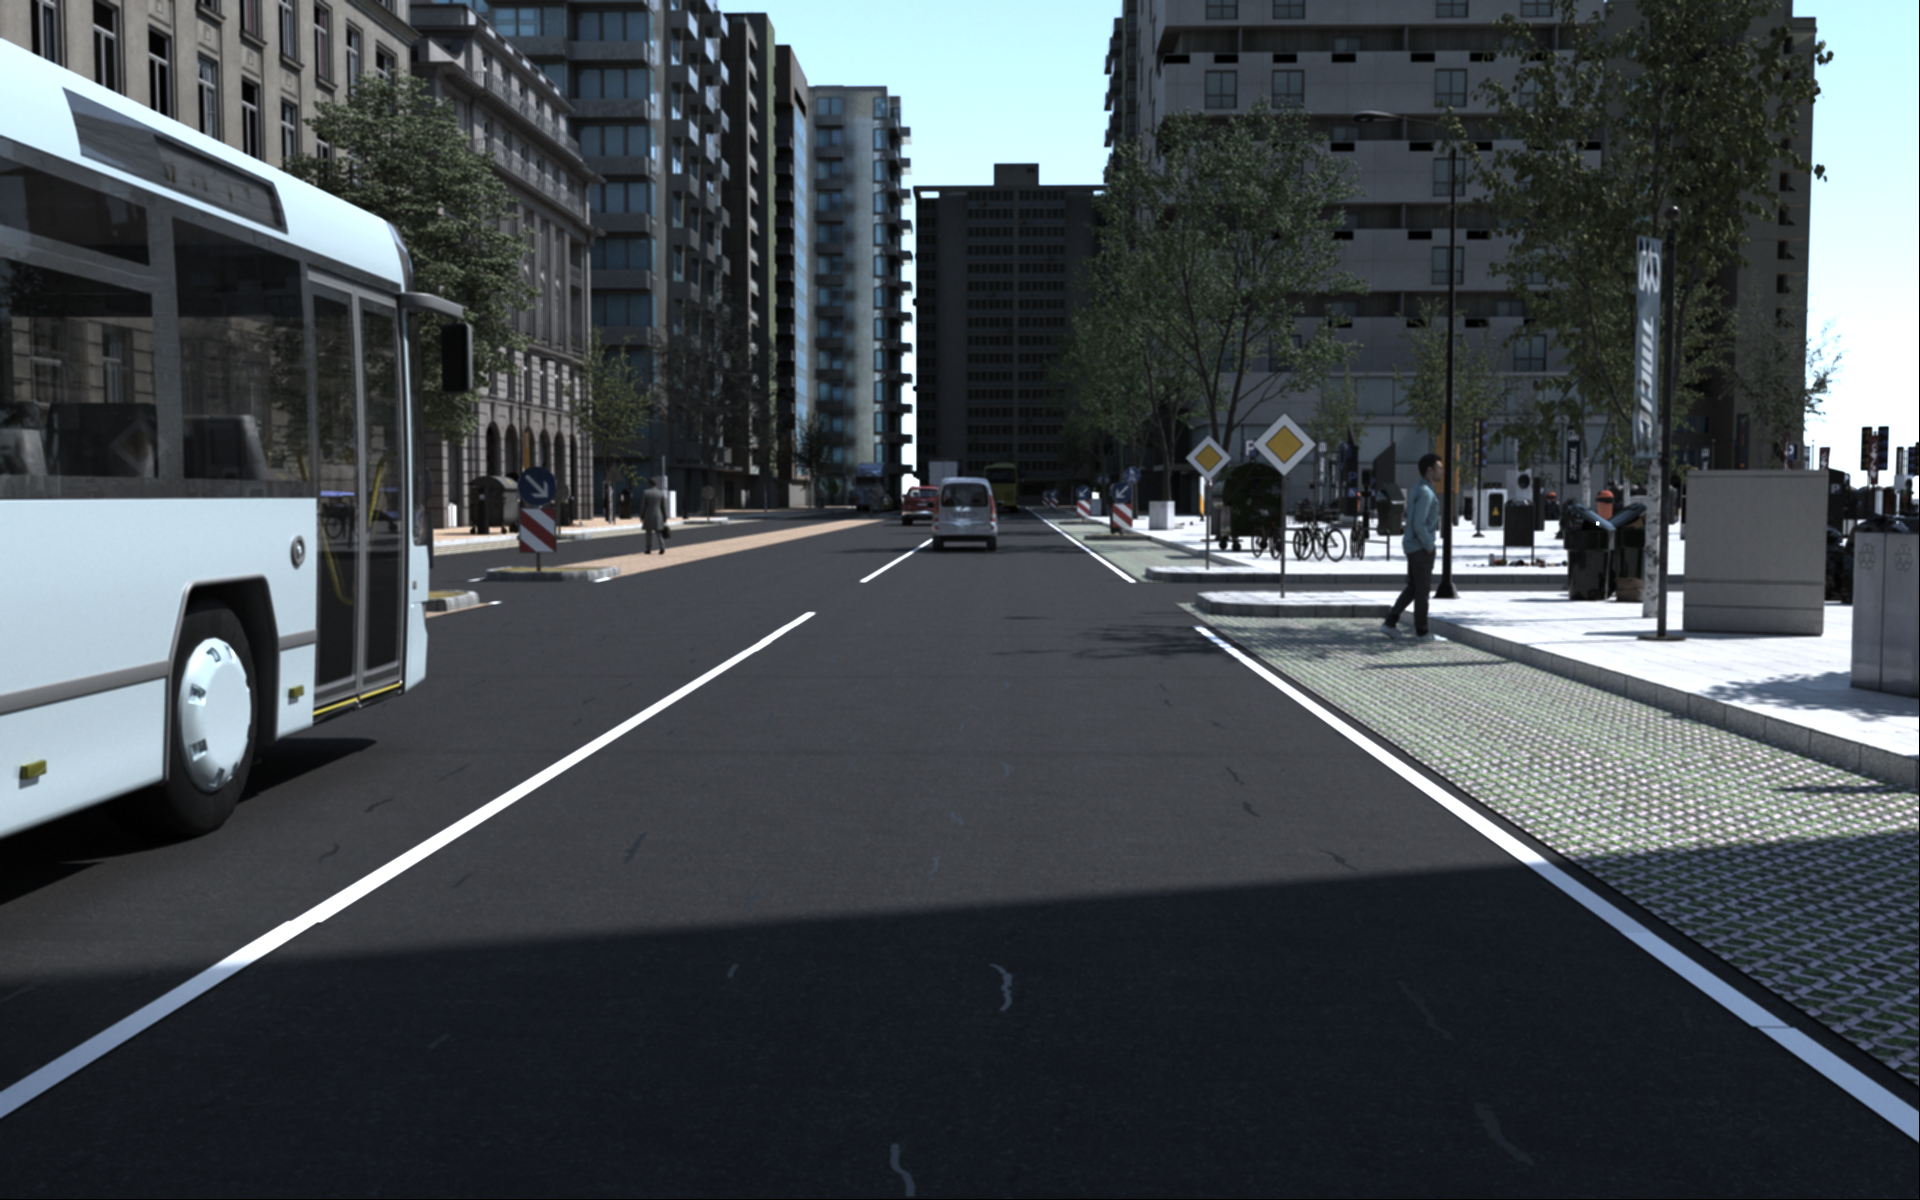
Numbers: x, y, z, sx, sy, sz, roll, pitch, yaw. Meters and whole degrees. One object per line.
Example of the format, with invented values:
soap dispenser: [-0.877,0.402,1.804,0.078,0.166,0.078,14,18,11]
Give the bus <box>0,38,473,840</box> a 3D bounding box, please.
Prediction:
bus: [-4.357,-0.585,4.417,2.948,3.499,13.247,0,3,0]

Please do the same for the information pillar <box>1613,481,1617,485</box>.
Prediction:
information pillar: [36.109,-5.582,95.749,0.304,2.012,0.304,3,4,38]

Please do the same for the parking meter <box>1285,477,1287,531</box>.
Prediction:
parking meter: [11.007,-3.287,59.453,0.399,1.863,0.255,1,4,12]

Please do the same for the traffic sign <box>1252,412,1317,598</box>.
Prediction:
traffic sign: [3.972,-1.079,21.283,0.795,2.450,0.064,0,4,2]

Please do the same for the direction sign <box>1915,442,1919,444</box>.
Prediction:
direction sign: [41.518,-5.056,74.655,0.379,3.537,0.876,-1,4,-22]

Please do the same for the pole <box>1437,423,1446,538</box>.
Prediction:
pole: [13.986,-3.438,50.053,0.158,3.312,0.155,0,3,0]

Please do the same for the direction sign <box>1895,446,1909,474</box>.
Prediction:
direction sign: [44.916,-5.526,82.339,0.876,3.537,0.379,0,4,3]

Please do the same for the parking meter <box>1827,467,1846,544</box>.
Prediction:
parking meter: [19.035,-1.953,37.650,0.399,1.863,0.255,2,4,28]

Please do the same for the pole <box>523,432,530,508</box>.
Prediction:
pole: [-14.327,-3.881,57.301,0.158,3.312,0.155,0,3,0]

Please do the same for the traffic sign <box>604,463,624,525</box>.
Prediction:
traffic sign: [-14.413,-4.413,72.156,0.884,2.594,0.081,0,4,3]

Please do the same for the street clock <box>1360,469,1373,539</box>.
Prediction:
street clock: [11.555,-2.734,49.266,0.358,2.002,0.471,1,4,18]

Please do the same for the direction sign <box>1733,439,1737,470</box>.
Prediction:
direction sign: [32.277,-4.905,72.197,0.379,3.537,0.876,1,4,19]

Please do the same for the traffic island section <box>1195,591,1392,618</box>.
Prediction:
traffic island section: [3.996,0.056,21.360,2.009,0.180,2.903,0,4,2]

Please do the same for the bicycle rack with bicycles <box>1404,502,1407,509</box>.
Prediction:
bicycle rack with bicycles: [19.630,-3.856,76.431,2.925,0.926,2.852,-1,4,-14]

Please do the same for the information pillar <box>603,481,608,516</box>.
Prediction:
information pillar: [-20.197,-5.784,99.054,0.304,2.012,0.304,-3,5,-43]

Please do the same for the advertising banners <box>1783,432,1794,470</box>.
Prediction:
advertising banners: [23.325,-3.195,48.433,0.090,3.025,2.074,1,4,9]

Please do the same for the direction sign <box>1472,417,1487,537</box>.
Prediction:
direction sign: [15.444,-3.638,51.483,0.379,3.537,0.876,3,5,41]

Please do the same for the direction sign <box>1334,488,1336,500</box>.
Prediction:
direction sign: [20.081,-6.160,92.720,0.379,3.537,0.876,0,4,4]

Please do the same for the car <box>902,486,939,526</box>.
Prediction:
car: [-1.583,-4.377,80.241,2.281,1.827,5.304,0,4,2]

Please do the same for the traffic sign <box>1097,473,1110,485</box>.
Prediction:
traffic sign: [8.581,-6.327,103.547,0.768,2.556,0.104,1,4,9]

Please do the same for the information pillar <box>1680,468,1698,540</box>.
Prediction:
information pillar: [20.370,-2.686,48.402,0.304,2.012,0.304,-2,4,-30]

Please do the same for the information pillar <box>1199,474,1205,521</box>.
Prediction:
information pillar: [11.405,-5.522,81.643,0.183,3.616,0.504,2,4,26]

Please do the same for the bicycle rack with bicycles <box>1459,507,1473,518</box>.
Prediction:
bicycle rack with bicycles: [22.270,-4.242,82.742,2.852,0.926,2.925,-2,4,-30]

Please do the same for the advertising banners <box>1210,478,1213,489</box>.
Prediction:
advertising banners: [14.845,-6.329,99.662,0.090,3.025,2.074,3,5,42]

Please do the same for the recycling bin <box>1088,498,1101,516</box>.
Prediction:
recycling bin: [7.932,-5.429,101.326,0.722,1.027,0.722,-1,4,-11]

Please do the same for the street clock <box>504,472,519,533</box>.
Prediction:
street clock: [-14.896,-3.244,57.608,0.471,2.002,0.358,-2,4,-32]

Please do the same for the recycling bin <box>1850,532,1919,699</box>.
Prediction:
recycling bin: [6.309,0.083,11.203,0.722,1.027,0.722,0,4,-6]

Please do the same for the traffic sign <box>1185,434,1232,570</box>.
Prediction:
traffic sign: [4.189,-1.567,29.265,0.795,2.450,0.064,0,4,2]

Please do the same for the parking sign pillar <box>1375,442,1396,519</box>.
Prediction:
parking sign pillar: [21.962,-6.207,89.960,1.447,3.967,1.447,-2,4,-28]

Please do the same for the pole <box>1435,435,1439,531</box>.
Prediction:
pole: [16.638,-4.065,60.303,0.158,3.312,0.155,0,3,0]

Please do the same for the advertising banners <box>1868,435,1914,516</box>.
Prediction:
advertising banners: [27.087,-3.320,50.465,0.090,3.025,2.074,0,4,-7]

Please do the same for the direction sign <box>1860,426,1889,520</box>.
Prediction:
direction sign: [30.521,-4.028,57.852,0.379,3.537,0.876,-3,4,-39]

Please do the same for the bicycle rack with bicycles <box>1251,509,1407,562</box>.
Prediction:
bicycle rack with bicycles: [7.171,-1.260,33.978,2.852,0.926,2.925,0,4,-5]

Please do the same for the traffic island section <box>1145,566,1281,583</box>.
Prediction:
traffic island section: [4.212,-0.432,29.342,2.009,0.180,2.903,0,4,2]

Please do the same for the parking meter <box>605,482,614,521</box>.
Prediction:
parking meter: [-16.465,-4.628,81.380,0.255,1.863,0.399,3,4,38]

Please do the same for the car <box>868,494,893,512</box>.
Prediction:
car: [-6.470,-8.066,142.107,2.015,1.641,3.980,0,4,3]

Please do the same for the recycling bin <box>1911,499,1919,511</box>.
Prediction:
recycling bin: [54.633,-5.265,98.644,0.722,1.027,0.722,-3,5,-44]

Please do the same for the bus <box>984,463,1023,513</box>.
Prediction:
bus: [3.349,-8.750,134.611,2.896,3.916,12.252,0,4,3]

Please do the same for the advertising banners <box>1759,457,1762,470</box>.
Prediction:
advertising banners: [37.863,-5.230,81.698,0.090,3.025,2.074,1,4,18]

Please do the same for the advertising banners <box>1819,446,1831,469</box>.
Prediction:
advertising banners: [31.603,-4.184,64.590,0.090,3.025,2.074,-1,4,-18]

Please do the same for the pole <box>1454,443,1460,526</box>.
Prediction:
pole: [19.898,-4.623,69.423,0.158,3.312,0.155,0,3,0]

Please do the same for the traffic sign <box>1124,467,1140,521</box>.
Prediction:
traffic sign: [8.066,-4.959,81.181,0.768,2.556,0.104,0,4,7]

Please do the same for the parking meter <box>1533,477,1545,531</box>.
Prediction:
parking meter: [20.140,-3.335,60.234,0.399,1.863,0.255,-2,4,-35]

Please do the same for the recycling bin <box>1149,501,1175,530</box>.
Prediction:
recycling bin: [7.179,-3.001,61.622,0.722,1.027,0.722,2,4,29]

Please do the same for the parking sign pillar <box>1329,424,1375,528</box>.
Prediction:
parking sign pillar: [14.760,-4.725,65.729,1.447,3.967,1.447,0,4,1]

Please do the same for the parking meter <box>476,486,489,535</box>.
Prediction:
parking meter: [-15.038,-2.824,54.577,0.372,1.533,0.369,0,3,0]
